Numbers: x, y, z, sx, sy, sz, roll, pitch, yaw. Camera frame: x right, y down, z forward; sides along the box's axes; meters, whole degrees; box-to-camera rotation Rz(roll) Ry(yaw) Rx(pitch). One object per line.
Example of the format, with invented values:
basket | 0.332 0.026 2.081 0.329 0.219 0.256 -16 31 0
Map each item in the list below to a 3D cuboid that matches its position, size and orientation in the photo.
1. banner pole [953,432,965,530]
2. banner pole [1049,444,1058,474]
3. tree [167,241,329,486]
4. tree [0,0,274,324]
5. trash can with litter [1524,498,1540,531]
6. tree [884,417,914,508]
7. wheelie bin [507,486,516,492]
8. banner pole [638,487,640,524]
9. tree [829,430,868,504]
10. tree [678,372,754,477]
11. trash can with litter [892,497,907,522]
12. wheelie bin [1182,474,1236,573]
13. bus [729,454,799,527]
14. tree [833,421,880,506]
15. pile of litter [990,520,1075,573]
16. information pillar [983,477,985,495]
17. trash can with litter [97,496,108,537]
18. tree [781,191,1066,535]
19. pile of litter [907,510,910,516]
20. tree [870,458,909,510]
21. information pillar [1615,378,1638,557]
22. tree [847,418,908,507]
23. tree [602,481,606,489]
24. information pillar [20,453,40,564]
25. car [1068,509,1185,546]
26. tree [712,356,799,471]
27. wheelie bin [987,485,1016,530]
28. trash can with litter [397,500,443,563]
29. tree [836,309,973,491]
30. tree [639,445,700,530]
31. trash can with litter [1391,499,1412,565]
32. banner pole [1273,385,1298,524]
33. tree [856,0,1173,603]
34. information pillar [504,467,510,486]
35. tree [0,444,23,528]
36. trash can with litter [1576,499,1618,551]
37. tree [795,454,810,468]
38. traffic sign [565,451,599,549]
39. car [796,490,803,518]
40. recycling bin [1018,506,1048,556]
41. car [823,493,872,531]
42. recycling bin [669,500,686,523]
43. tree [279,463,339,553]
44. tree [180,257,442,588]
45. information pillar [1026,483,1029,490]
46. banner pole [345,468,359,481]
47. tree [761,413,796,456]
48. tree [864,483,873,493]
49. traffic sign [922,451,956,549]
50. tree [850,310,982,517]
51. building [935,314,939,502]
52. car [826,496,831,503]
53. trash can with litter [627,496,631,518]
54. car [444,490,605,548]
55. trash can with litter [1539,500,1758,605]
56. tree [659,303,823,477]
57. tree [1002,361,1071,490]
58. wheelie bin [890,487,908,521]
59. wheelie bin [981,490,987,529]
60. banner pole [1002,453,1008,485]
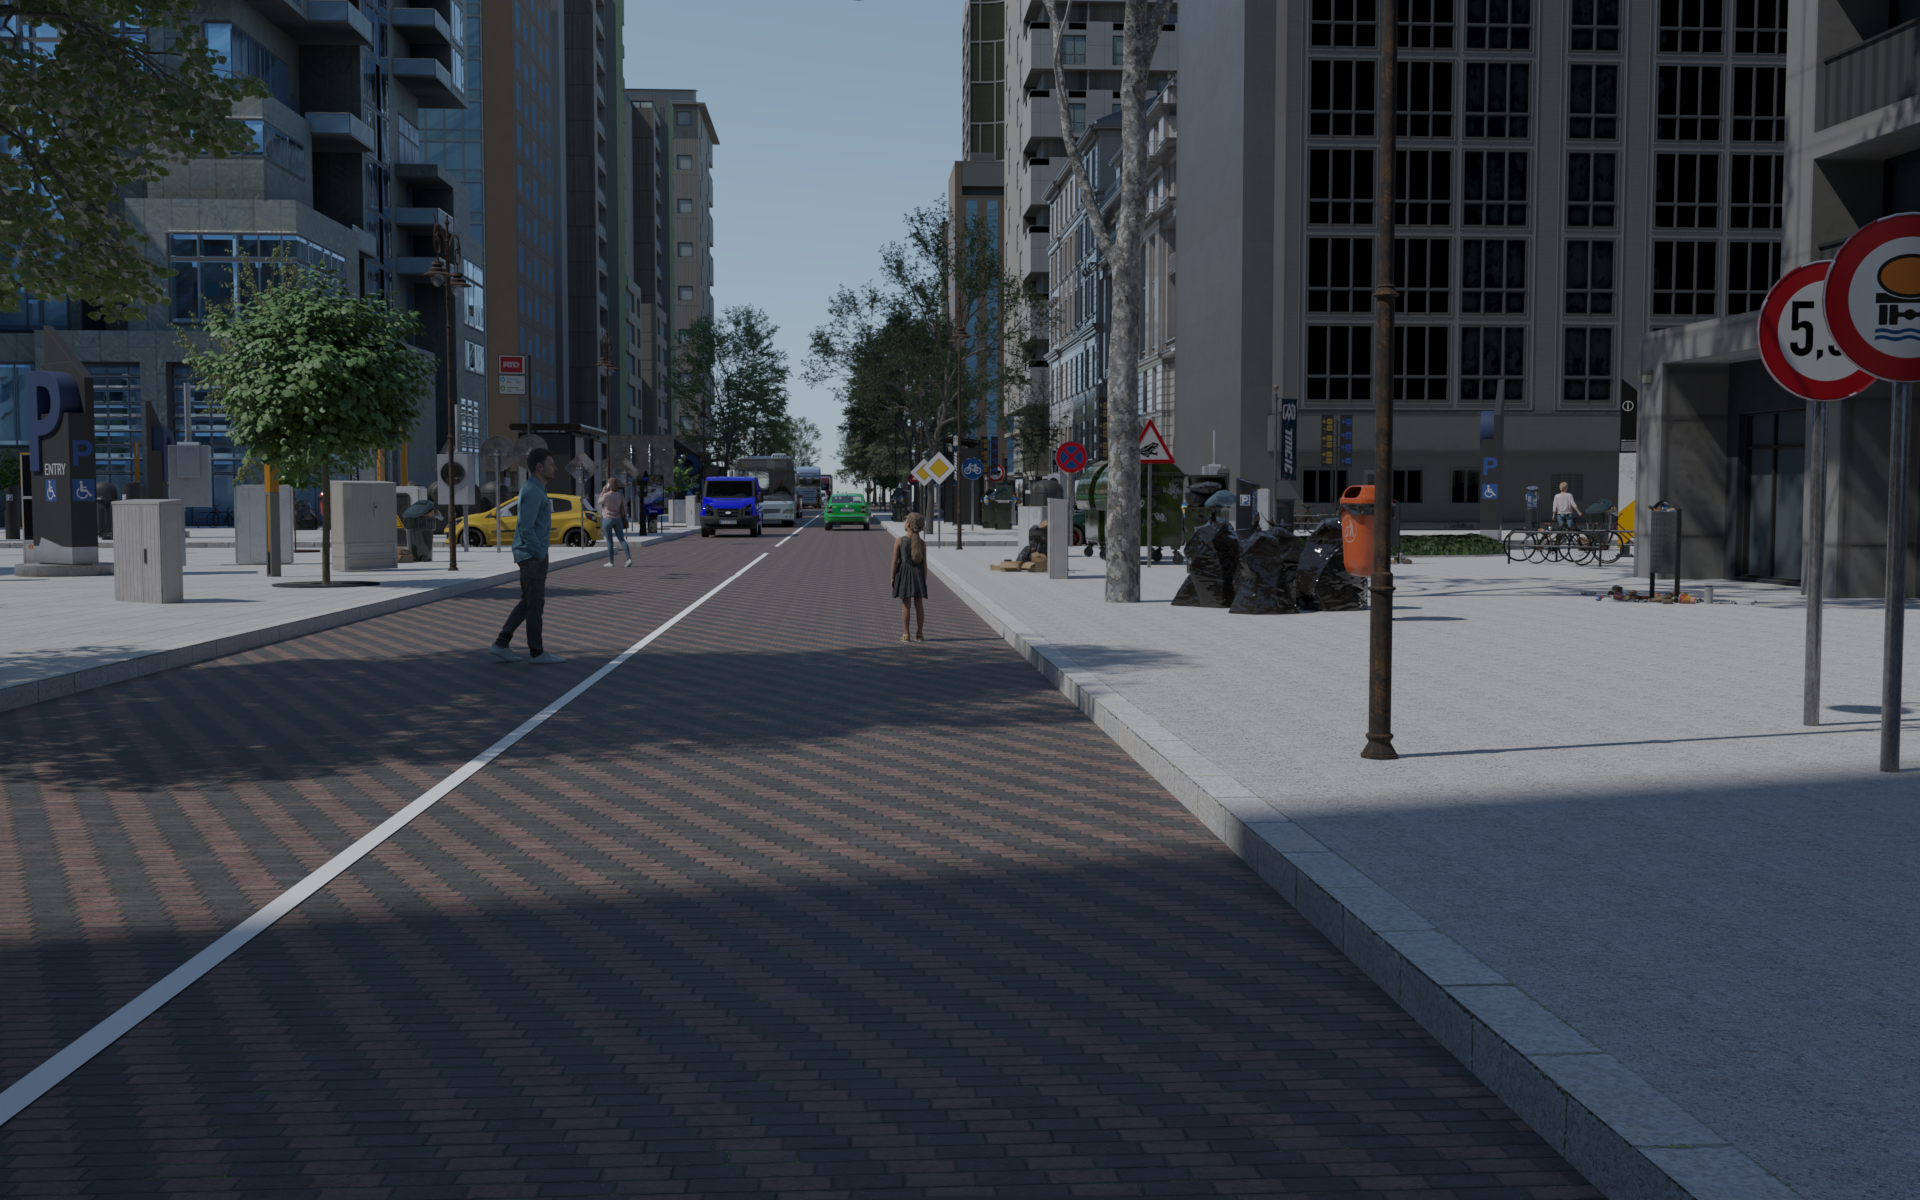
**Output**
banner pole | -0.098 -4.389 61.778 0.401 3.779 0.863 -1 4 -22
banner pole | 4.701 -5.942 87.167 0.401 3.779 0.863 3 5 43
tree | -20.038 -6.079 49.760 4.737 8.622 4.395 0 3 0
tree | -8.363 -5.642 10.378 7.486 12.596 7.792 0 3 0
trash can with litter | 19.582 -2.931 58.984 1.678 1.210 2.233 0 4 -3
tree | -5.982 -12.451 153.936 4.360 8.622 3.978 0 3 0
wheelie bin | -18.364 -3.804 70.103 0.980 1.594 0.693 1 4 9
banner pole | -13.452 -5.115 73.646 0.863 3.779 0.401 -3 4 -38
tree | -12.642 -19.881 235.416 12.009 13.543 11.850 0 3 0
tree | -14.666 -9.362 103.429 4.360 8.622 3.978 0 3 0
trash can with litter | -2.558 -4.105 78.506 1.055 1.170 0.624 1 4 20
wheelie bin | 4.016 -1.229 28.002 0.980 1.594 0.693 1 4 23
bus | -8.784 -5.146 78.996 2.948 3.499 13.247 0 4 -5
tree | -9.309 -16.767 191.151 9.611 12.733 9.660 0 3 0
pile of litter | 1.187 -0.903 28.736 1.176 0.858 1.719 -1 4 -23
information pillar | 0.937 -4.302 74.825 0.304 2.012 0.304 0 4 4
trash can with litter | -26.050 -2.530 52.420 1.678 1.210 2.233 -2 4 -32
tree | -1.000 -7.339 54.401 8.767 10.594 7.601 0 4 -1
pile of litter | -3.213 -4.990 95.547 1.719 0.858 1.176 2 4 31
tree | -5.613 -9.570 140.189 4.285 4.588 4.351 0 3 0
information pillar | 13.571 -2.671 35.022 0.504 3.616 0.183 2 4 26
tree | -8.027 -15.728 175.286 7.486 12.596 7.792 0 3 0
tree | -22.422 -7.177 111.940 1.663 3.219 1.824 0 3 0
information pillar | -16.649 -1.631 31.157 0.304 2.012 0.304 0 4 3
car | 3.982 -2.119 44.429 4.222 1.686 2.009 0 4 -2
tree | -17.017 -13.716 142.381 7.486 12.596 7.792 0 3 0
wheelie bin | 1.537 -3.326 62.288 0.980 1.594 0.693 0 4 1
trash can with litter | -10.269 -1.295 32.565 0.624 1.170 1.055 1 4 20
tree | -3.779 -12.723 114.683 9.857 13.997 8.962 0 3 0
tree | -11.120 -4.413 66.752 1.663 3.219 1.824 0 3 0
trash can with litter | 7.426 -1.275 31.901 2.233 1.210 1.678 0 4 -4
banner pole | 7.445 -3.051 39.896 0.863 3.779 0.401 -2 4 -29
tree | 2.958 -10.102 21.057 12.611 20.169 13.585 0 3 0
information pillar | -22.511 -5.799 86.176 0.183 3.616 0.504 1 4 12
tree | -36.608 -4.426 66.965 1.663 3.219 1.824 0 3 0
trash can with litter | 14.464 -1.711 39.362 0.624 1.170 1.055 3 5 43
tree | -25.720 -20.216 280.893 4.737 8.622 4.395 0 3 0
traffic sign | -8.770 -2.237 40.212 0.795 2.450 0.064 0 4 -4
car | -10.549 -5.833 104.048 2.281 1.827 5.304 0 4 -2
recycling bin | 1.676 -1.402 35.471 0.722 1.027 0.722 -3 5 -41
car | -4.506 -3.704 69.356 1.959 1.807 4.718 0 4 -3
recycling bin | -12.482 -3.926 76.744 0.722 1.027 0.722 -1 4 -22
tree | -14.618 -2.650 37.925 1.663 3.219 1.824 0 3 0
tree | -8.963 -2.472 24.132 4.285 4.588 4.351 0 3 0
information pillar | 4.501 -6.954 118.195 0.304 2.012 0.304 2 4 25
banner pole | -23.238 -4.654 66.114 0.401 3.779 0.863 2 4 28
tree | -16.402 -12.281 151.149 4.360 8.622 3.978 0 3 0
tree | -14.759 -17.481 280.417 1.663 3.219 1.824 0 3 0
traffic sign | -0.492 -2.268 40.724 0.795 2.450 0.064 0 4 -4
tree | -2.567 -10.489 97.258 9.928 11.665 9.643 0 3 0
building | 2.822 -30.892 276.779 14.160 30.474 14.107 0 4 -4
car | -9.988 -8.100 142.216 2.009 1.686 4.222 0 4 -3
trash can with litter | -17.229 -4.947 92.273 1.055 1.170 0.624 2 4 30
car | -11.045 -2.066 44.007 3.980 1.641 2.015 0 4 -5
trash can with litter | 8.415 -0.608 20.995 1.678 1.210 2.233 -1 4 -11
tree | -12.641 -10.280 93.830 9.928 11.665 9.643 0 3 0
tree | 4.143 -8.956 96.799 4.360 8.622 3.978 0 3 0
wheelie bin | -2.896 -4.579 82.781 0.693 1.594 0.980 -3 4 -36
wheelie bin | 1.119 -3.471 64.663 0.693 1.594 0.980 0 4 1
banner pole | 2.748 -7.123 106.477 0.401 3.779 0.863 2 4 27
